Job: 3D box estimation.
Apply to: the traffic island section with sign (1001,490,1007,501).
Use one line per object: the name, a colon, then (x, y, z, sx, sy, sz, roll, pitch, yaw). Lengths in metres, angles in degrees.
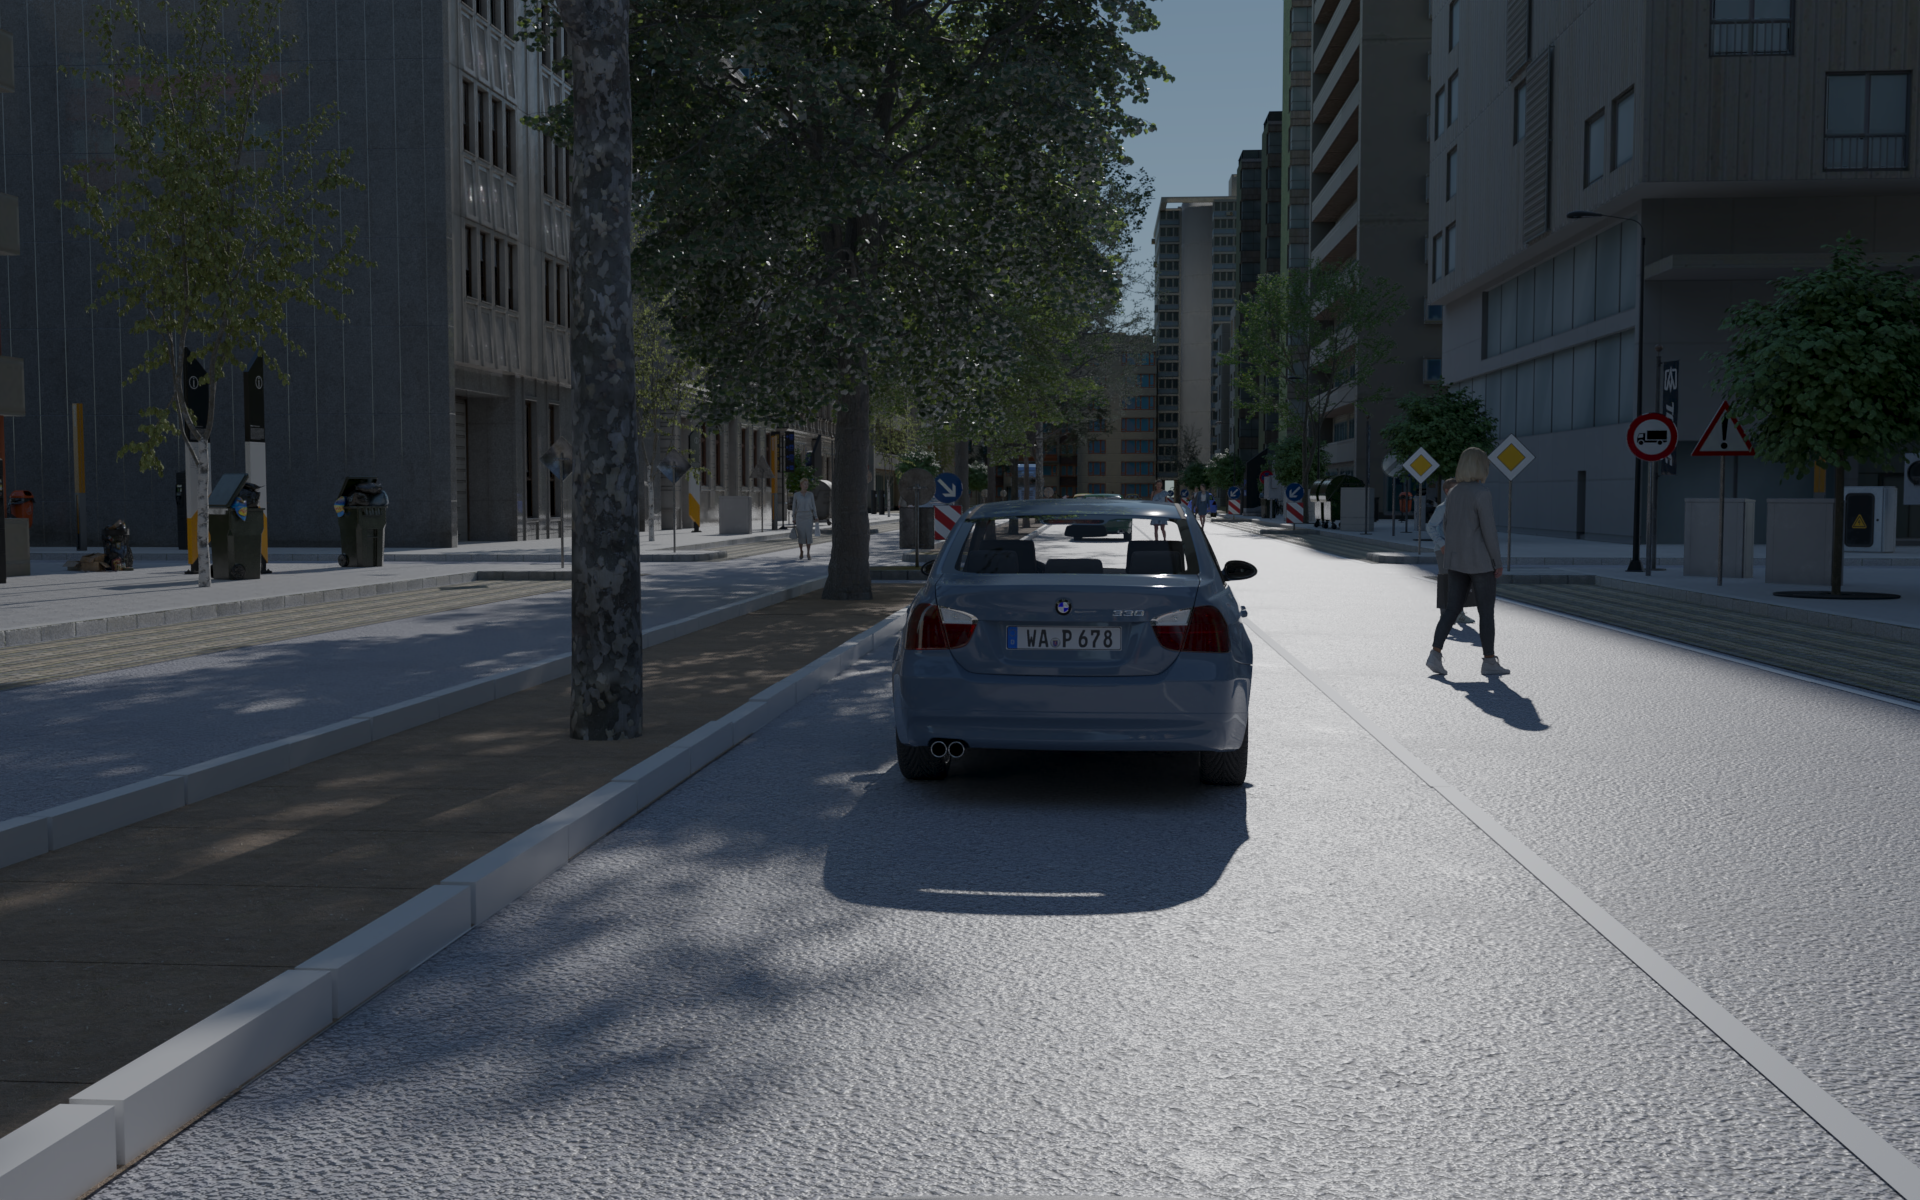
traffic island section with sign: (4.254, -9.685, 166.974, 1.989, 1.847, 2.006, 0, 4, 5)

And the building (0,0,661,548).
building: (-17.283, -14.236, 50.777, 12.078, 24.808, 19.932, 0, 4, 5)

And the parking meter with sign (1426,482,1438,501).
parking meter with sign: (22.301, -5.214, 81.517, 1.738, 3.016, 0.543, 1, 4, 18)

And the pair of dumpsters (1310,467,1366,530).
pair of dumpsters: (14.030, -3.776, 64.227, 1.574, 2.255, 4.437, 0, 4, 5)

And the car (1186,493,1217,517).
car: (15.199, -6.067, 108.787, 1.945, 1.707, 3.694, 0, 4, 4)

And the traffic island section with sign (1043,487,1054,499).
traffic island section with sign: (5.700, -6.357, 112.075, 2.006, 1.907, 1.989, 0, 4, 5)

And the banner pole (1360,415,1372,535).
banner pole: (12.982, -3.981, 55.114, 0.401, 3.779, 0.863, 1, 4, 23)

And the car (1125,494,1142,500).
car: (18.129, -10.520, 182.223, 2.015, 1.641, 3.980, 0, 4, 5)

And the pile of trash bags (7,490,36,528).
pile of trash bags: (-22.438, -1.843, 39.882, 1.912, 1.369, 3.447, 0, 4, 2)

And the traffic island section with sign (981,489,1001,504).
traffic island section with sign: (2.080, -8.007, 139.535, 1.989, 1.847, 2.006, 0, 4, 5)

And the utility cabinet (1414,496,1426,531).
utility cabinet: (15.998, -3.004, 60.271, 0.306, 1.237, 1.020, 1, 4, 9)

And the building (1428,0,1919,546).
building: (30.097, -28.315, 52.195, 27.495, 52.752, 28.713, 0, 4, 5)

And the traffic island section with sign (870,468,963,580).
traffic island section with sign: (-0.808, -1.324, 29.786, 2.006, 1.907, 1.989, 0, 4, 5)

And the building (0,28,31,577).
building: (-30.162, -10.337, 14.057, 28.899, 21.520, 27.650, 0, 4, 5)

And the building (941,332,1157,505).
building: (9.118, -22.491, 212.764, 28.899, 21.520, 27.650, 0, 4, 5)

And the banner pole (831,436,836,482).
banner pole: (-5.355, -5.172, 74.582, 0.401, 3.779, 0.863, -3, 5, -43)

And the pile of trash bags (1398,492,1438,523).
pile of trash bags: (20.862, -4.086, 76.562, 1.912, 1.369, 3.447, -3, 5, -40)

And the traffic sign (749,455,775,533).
traffic sign: (-6.597, -3.531, 57.737, 0.884, 2.594, 0.081, 1, 4, 9)

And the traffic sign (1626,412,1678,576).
traffic sign: (10.797, -1.650, 27.092, 0.768, 2.556, 0.104, 1, 4, 11)

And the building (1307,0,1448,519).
building: (31.479, -28.879, 95.865, 21.300, 48.544, 21.600, 0, 4, 5)

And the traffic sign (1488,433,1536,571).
traffic sign: (9.106, -1.532, 28.688, 0.795, 2.450, 0.064, 0, 4, 5)

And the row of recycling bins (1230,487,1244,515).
row of recycling bins: (17.421, -6.171, 108.003, 1.069, 1.692, 3.534, 0, 4, 0)

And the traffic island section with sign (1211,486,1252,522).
traffic island section with sign: (13.885, -4.903, 88.789, 1.989, 1.847, 2.006, 0, 4, 5)

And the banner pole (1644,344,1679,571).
banner pole: (11.700, -2.372, 28.794, 0.401, 3.779, 0.863, 0, 4, -8)

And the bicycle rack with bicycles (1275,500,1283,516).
bicycle rack with bicycles: (19.476, -5.534, 103.855, 2.852, 0.926, 2.925, 0, 4, 1)

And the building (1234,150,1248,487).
building: (30.387, -22.994, 147.655, 14.160, 30.474, 14.107, 0, 4, 5)

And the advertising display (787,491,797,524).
advertising display: (-6.879, -4.198, 73.843, 0.974, 1.923, 0.123, 0, 4, 4)

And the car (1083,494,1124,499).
car: (4.517, -2.624, 54.701, 2.131, 1.459, 4.920, 0, 4, 5)

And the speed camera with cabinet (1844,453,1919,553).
speed camera with cabinet: (20.156, -2.634, 37.399, 0.660, 3.252, 2.038, -2, 4, -35)

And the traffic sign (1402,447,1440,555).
traffic sign: (9.736, -2.019, 36.648, 0.795, 2.450, 0.064, 0, 4, 5)

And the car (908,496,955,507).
car: (-0.934, -3.360, 67.292, 2.083, 1.381, 4.827, 0, 4, 5)

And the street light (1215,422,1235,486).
street light: (17.093, -8.487, 111.304, 1.470, 5.913, 1.316, 0, 4, 5)

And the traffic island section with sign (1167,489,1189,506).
traffic island section with sign: (17.798, -7.928, 138.256, 1.989, 1.847, 2.006, 0, 4, 5)

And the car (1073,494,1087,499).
car: (6.239, -4.610, 85.595, 2.015, 1.641, 3.980, 0, 4, 6)

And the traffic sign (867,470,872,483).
traffic sign: (-4.821, -5.343, 87.469, 0.768, 2.556, 0.104, 1, 4, 8)

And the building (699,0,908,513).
building: (-15.482, -30.615, 124.253, 21.300, 48.544, 21.600, 0, 4, 5)

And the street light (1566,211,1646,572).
street light: (10.635, -3.423, 28.506, 1.470, 5.913, 1.316, 0, 4, 5)

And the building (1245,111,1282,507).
building: (30.011, -22.124, 133.431, 14.160, 30.474, 14.107, 0, 4, 5)

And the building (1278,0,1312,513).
building: (28.971, -26.627, 118.948, 14.154, 41.232, 14.086, 0, 4, 5)

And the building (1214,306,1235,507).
building: (39.782, -19.797, 168.717, 27.650, 21.520, 28.899, 0, 4, 5)

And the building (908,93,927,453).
building: (-10.359, -28.061, 142.392, 14.154, 41.232, 14.086, 0, 4, 5)

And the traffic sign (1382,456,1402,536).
traffic sign: (13.214, -3.218, 52.717, 0.768, 2.556, 0.104, 1, 4, 10)

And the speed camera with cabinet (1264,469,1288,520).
speed camera with cabinet: (16.345, -5.674, 87.104, 2.038, 3.252, 0.660, -1, 4, -15)

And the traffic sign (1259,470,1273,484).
traffic sign: (16.520, -5.704, 93.371, 0.768, 2.556, 0.104, 0, 4, 6)

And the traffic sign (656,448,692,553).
traffic sign: (-6.257, -2.097, 37.928, 0.795, 2.450, 0.064, 0, 4, 5)

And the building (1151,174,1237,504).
building: (35.778, -31.858, 212.758, 23.993, 40.220, 32.217, 0, 4, 5)

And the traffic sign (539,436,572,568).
traffic sign: (-6.887, -1.610, 29.968, 0.795, 2.450, 0.064, 0, 4, 5)

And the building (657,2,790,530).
building: (-14.394, -14.384, 71.332, 11.583, 22.565, 21.152, 0, 4, 5)

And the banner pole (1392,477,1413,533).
banner pole: (14.598, -4.111, 57.228, 0.863, 3.779, 0.401, -2, 4, -27)

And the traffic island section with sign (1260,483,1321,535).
traffic island section with sign: (11.768, -3.259, 61.917, 1.989, 1.847, 2.006, 0, 4, 5)

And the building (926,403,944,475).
building: (-13.956, -29.333, 171.474, 23.993, 40.220, 32.217, 0, 4, 5)

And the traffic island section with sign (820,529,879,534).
traffic island section with sign: (-3.991, -3.310, 62.745, 1.989, 1.847, 2.006, 0, 4, 5)

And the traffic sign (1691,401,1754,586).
traffic sign: (10.643, -1.479, 24.190, 0.884, 2.594, 0.081, 0, 4, 5)

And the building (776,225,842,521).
building: (-12.231, -13.877, 91.511, 10.561, 19.102, 19.286, 0, 4, 5)

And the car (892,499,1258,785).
car: (0.706, 0.130, 9.885, 2.014, 1.417, 4.499, 0, 4, 6)

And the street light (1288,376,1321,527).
street light: (13.634, -5.868, 68.481, 1.470, 5.913, 1.316, 0, 4, 5)
